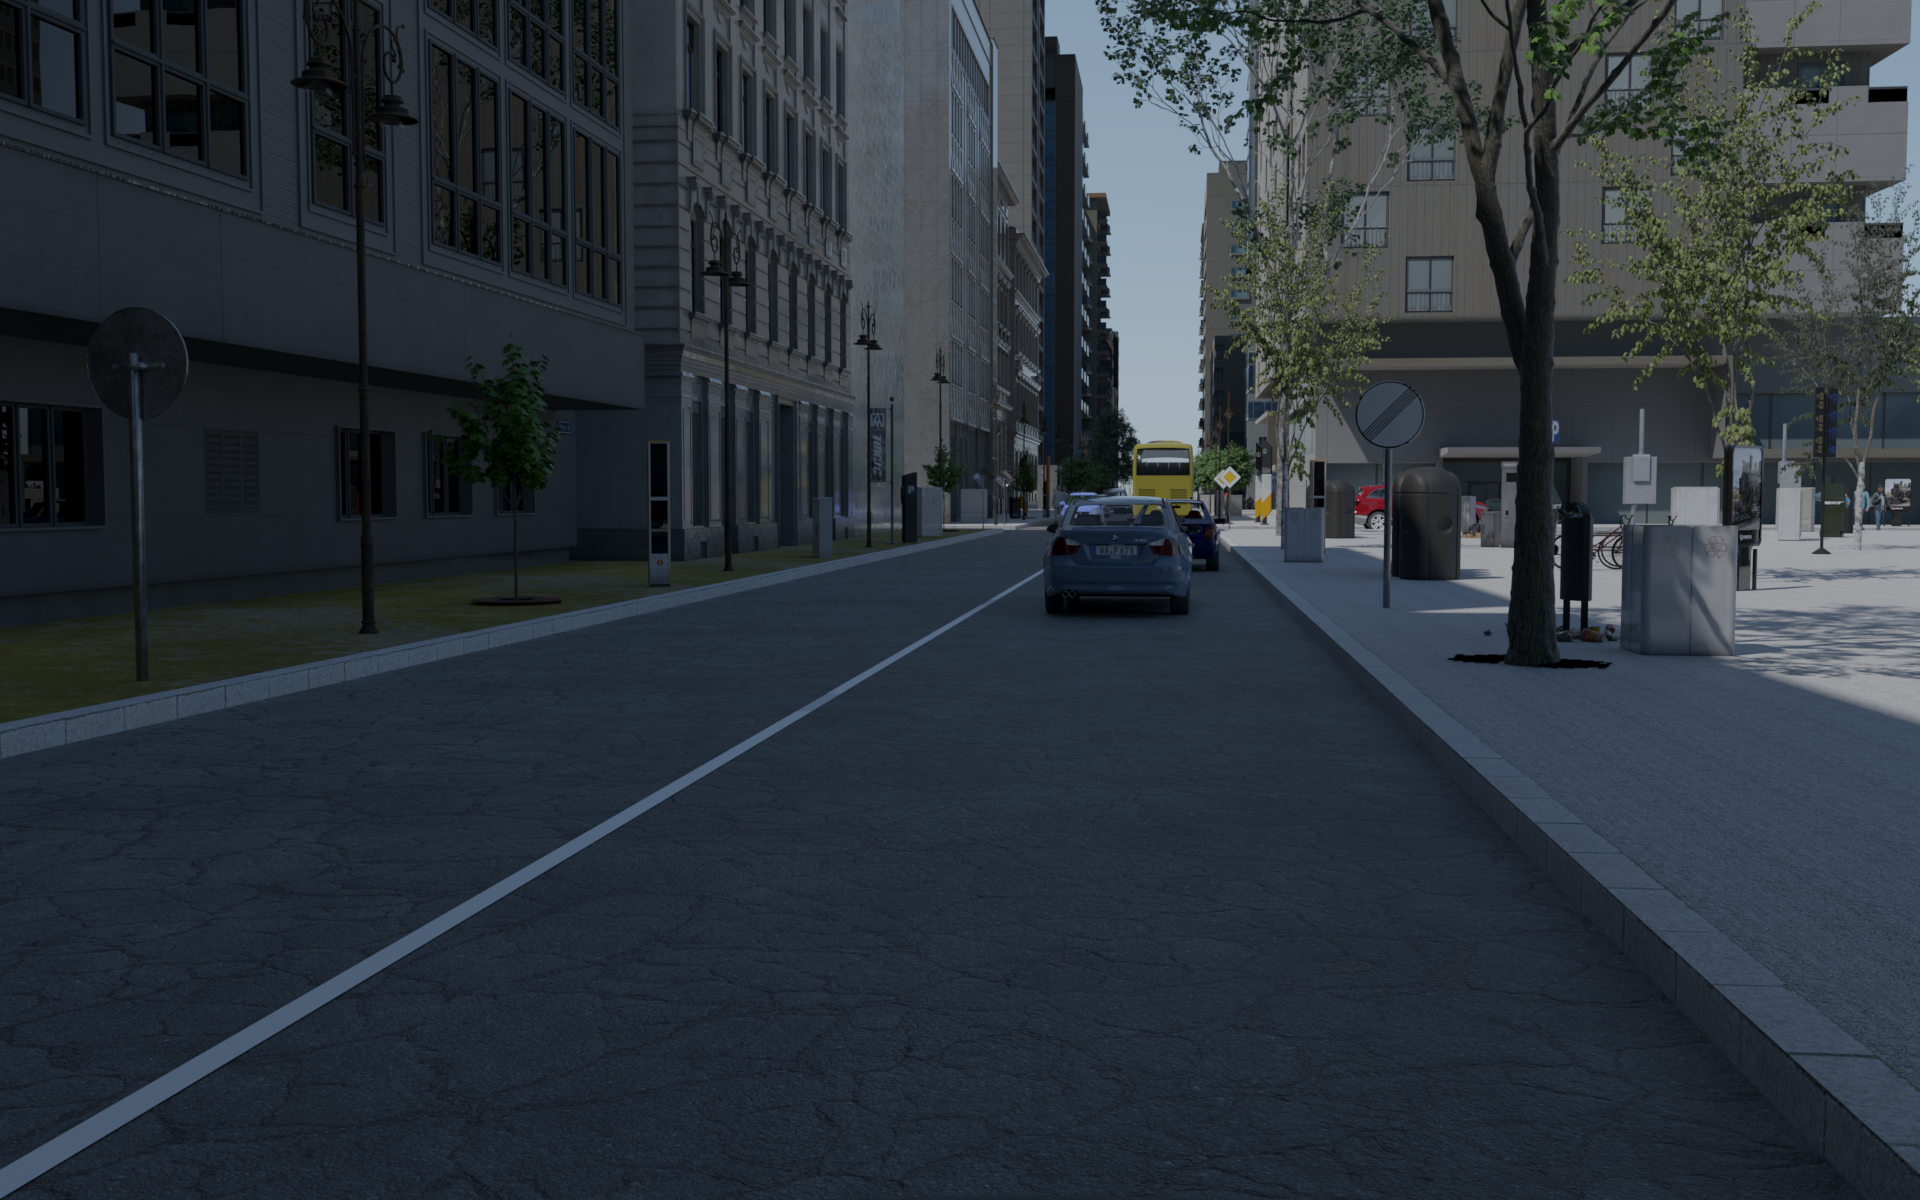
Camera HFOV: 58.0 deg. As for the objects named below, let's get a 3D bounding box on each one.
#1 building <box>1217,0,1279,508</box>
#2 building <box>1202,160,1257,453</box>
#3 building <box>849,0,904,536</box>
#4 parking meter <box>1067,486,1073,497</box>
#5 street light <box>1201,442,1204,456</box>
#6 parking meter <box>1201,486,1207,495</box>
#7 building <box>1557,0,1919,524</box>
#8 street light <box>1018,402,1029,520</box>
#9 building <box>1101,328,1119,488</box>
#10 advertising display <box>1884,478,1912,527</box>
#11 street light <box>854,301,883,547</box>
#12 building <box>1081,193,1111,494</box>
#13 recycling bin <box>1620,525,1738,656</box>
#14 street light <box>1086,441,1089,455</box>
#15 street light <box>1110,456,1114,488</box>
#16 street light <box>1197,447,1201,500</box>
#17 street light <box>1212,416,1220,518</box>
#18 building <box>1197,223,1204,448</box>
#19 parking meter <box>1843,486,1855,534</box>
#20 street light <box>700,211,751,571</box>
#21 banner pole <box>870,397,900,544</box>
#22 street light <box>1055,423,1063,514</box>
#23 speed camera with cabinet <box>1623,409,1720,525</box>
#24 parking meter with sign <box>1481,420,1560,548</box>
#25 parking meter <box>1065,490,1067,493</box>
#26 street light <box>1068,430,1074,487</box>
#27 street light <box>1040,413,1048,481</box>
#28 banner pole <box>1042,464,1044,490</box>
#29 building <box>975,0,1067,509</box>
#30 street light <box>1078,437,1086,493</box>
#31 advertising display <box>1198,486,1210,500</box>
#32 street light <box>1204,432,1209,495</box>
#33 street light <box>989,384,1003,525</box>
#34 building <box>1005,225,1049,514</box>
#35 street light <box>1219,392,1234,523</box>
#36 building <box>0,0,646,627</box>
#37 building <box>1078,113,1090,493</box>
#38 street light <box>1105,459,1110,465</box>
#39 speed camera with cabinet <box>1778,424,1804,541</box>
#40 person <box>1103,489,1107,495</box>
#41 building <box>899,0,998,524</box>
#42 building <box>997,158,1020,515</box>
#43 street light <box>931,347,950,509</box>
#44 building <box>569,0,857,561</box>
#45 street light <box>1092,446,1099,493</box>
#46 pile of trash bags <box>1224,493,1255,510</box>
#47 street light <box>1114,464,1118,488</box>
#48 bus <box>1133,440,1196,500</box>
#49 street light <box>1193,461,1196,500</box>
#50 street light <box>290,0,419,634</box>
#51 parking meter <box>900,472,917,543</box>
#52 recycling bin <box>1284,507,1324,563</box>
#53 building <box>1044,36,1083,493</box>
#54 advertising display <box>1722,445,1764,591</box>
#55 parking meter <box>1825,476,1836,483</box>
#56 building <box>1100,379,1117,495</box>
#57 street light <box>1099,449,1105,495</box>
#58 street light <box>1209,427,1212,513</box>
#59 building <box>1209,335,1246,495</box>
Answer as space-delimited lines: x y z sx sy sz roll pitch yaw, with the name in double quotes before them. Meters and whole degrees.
"building" 37.312 -52.458 170.362 22.319 86.520 31.000 0 4 7
"building" 45.501 -38.088 246.438 21.300 48.544 21.600 0 4 7
"building" -10.963 -12.373 57.044 16.860 20.320 10.420 0 4 7
"parking meter" 7.572 -6.930 119.021 0.399 1.863 0.255 1 4 12
"street light" 18.506 -9.595 129.658 0.468 5.910 1.993 0 4 7
"parking meter" 17.335 -7.168 122.913 0.255 1.863 0.399 -2 4 -35
"building" 28.947 -30.219 83.320 27.495 52.752 28.713 0 4 7
"street light" 3.160 -6.896 85.543 0.468 5.910 1.993 0 4 7
"building" 19.928 -32.104 296.607 14.160 30.474 14.107 0 4 7
"advertising display" 37.045 -3.868 68.458 0.974 1.923 0.123 2 4 24
"street light" -2.194 -4.211 41.632 0.468 5.910 1.993 0 4 7
"building" 10.026 -36.170 246.003 22.147 44.769 28.867 0 4 7
"recycling bin" 5.822 -0.092 14.054 0.722 1.027 0.722 0 4 7
"street light" 10.750 -10.702 147.768 0.468 5.910 1.993 0 4 7
"street light" 17.187 -13.888 199.856 0.468 5.910 1.993 0 4 7
"street light" 20.216 -10.483 144.191 0.468 5.910 1.993 0 4 7
"street light" 13.520 -7.175 90.092 0.468 5.910 1.993 0 4 7
"building" 48.604 -37.732 271.549 22.147 44.769 28.867 0 4 7
"parking meter" 28.838 -2.927 56.272 0.372 1.533 0.369 0 3 0
"street light" -3.857 -3.417 28.659 0.468 5.910 1.993 0 4 7
"banner pole" -1.963 -3.330 44.467 0.863 3.779 0.401 -1 4 -19
"street light" 6.344 -8.473 111.317 0.468 5.910 1.993 0 4 7
"speed camera with cabinet" 16.560 -2.813 40.333 2.038 3.252 0.660 1 4 14
"parking meter with sign" 13.268 -2.746 41.152 1.738 3.016 0.543 3 5 42
"parking meter" 7.597 -6.933 121.762 0.372 1.533 0.369 0 3 0
"street light" 8.013 -9.285 124.594 0.468 5.910 1.993 0 4 7
"street light" 4.793 -7.684 98.425 0.468 5.910 1.993 0 4 7
"banner pole" 6.961 -9.537 145.950 0.401 3.779 0.863 0 4 -7
"building" -0.673 -43.924 156.407 20.563 71.187 20.611 0 4 7
"street light" 9.541 -10.082 137.628 0.468 5.910 1.993 0 4 7
"advertising display" 18.961 -7.917 134.656 0.974 1.923 0.123 -1 4 -15
"street light" 16.846 -8.784 116.407 0.468 5.910 1.993 0 4 7
"street light" 1.485 -6.053 71.747 0.468 5.910 1.993 0 4 7
"building" -0.235 -17.560 123.254 11.583 22.565 21.152 0 4 7
"street light" 11.960 -6.386 77.201 0.468 5.910 1.993 0 4 7
"building" -14.037 -13.876 20.388 14.314 27.812 24.014 0 4 7
"building" 3.195 -35.355 197.661 23.786 49.044 30.456 0 4 7
"street light" 15.642 -13.099 186.964 0.468 5.910 1.993 0 4 7
"speed camera with cabinet" 23.048 -3.285 48.042 0.660 3.252 2.038 2 4 25
"person" 11.532 -7.818 136.505 0.709 1.800 0.728 2 4 27
"building" -5.194 -16.212 83.083 12.078 24.808 19.932 0 4 7
"building" -2.798 -16.758 102.879 11.050 23.489 19.941 0 4 7
"street light" -0.615 -4.999 54.521 0.468 5.910 1.993 0 4 7
"building" -8.811 -11.784 41.814 9.793 20.994 18.267 0 4 7
"street light" 12.445 -11.523 161.191 0.468 5.910 1.993 0 4 7
"pile of trash bags" 22.586 -8.039 141.191 1.912 1.369 3.447 -2 4 -26
"street light" 18.872 -14.691 212.991 0.468 5.910 1.993 0 4 7
"bus" 9.258 -5.316 78.471 2.896 3.916 12.252 0 4 7
"street light" 23.131 -11.937 167.962 0.468 5.910 1.993 0 4 7
"street light" -5.445 -2.629 15.772 0.468 5.910 1.993 0 4 7
"parking meter" -1.345 -2.443 45.651 0.399 1.863 0.255 -1 4 -22
"recycling bin" 6.524 -1.241 32.839 0.722 1.027 0.722 1 4 11
"building" 5.043 -32.086 174.710 14.600 45.320 14.200 0 4 7
"advertising display" 10.378 -1.086 22.971 0.974 1.923 0.123 -3 5 -43
"parking meter" 28.540 -3.130 56.883 0.399 1.863 0.255 -3 5 -41
"building" 10.700 -26.382 276.388 27.650 21.520 28.899 0 4 7
"street light" 14.039 -12.311 174.078 0.468 5.910 1.993 0 4 7
"street light" 15.209 -7.962 102.967 0.468 5.910 1.993 0 4 7
"building" 43.251 -21.816 201.736 27.650 21.520 28.899 0 4 7
